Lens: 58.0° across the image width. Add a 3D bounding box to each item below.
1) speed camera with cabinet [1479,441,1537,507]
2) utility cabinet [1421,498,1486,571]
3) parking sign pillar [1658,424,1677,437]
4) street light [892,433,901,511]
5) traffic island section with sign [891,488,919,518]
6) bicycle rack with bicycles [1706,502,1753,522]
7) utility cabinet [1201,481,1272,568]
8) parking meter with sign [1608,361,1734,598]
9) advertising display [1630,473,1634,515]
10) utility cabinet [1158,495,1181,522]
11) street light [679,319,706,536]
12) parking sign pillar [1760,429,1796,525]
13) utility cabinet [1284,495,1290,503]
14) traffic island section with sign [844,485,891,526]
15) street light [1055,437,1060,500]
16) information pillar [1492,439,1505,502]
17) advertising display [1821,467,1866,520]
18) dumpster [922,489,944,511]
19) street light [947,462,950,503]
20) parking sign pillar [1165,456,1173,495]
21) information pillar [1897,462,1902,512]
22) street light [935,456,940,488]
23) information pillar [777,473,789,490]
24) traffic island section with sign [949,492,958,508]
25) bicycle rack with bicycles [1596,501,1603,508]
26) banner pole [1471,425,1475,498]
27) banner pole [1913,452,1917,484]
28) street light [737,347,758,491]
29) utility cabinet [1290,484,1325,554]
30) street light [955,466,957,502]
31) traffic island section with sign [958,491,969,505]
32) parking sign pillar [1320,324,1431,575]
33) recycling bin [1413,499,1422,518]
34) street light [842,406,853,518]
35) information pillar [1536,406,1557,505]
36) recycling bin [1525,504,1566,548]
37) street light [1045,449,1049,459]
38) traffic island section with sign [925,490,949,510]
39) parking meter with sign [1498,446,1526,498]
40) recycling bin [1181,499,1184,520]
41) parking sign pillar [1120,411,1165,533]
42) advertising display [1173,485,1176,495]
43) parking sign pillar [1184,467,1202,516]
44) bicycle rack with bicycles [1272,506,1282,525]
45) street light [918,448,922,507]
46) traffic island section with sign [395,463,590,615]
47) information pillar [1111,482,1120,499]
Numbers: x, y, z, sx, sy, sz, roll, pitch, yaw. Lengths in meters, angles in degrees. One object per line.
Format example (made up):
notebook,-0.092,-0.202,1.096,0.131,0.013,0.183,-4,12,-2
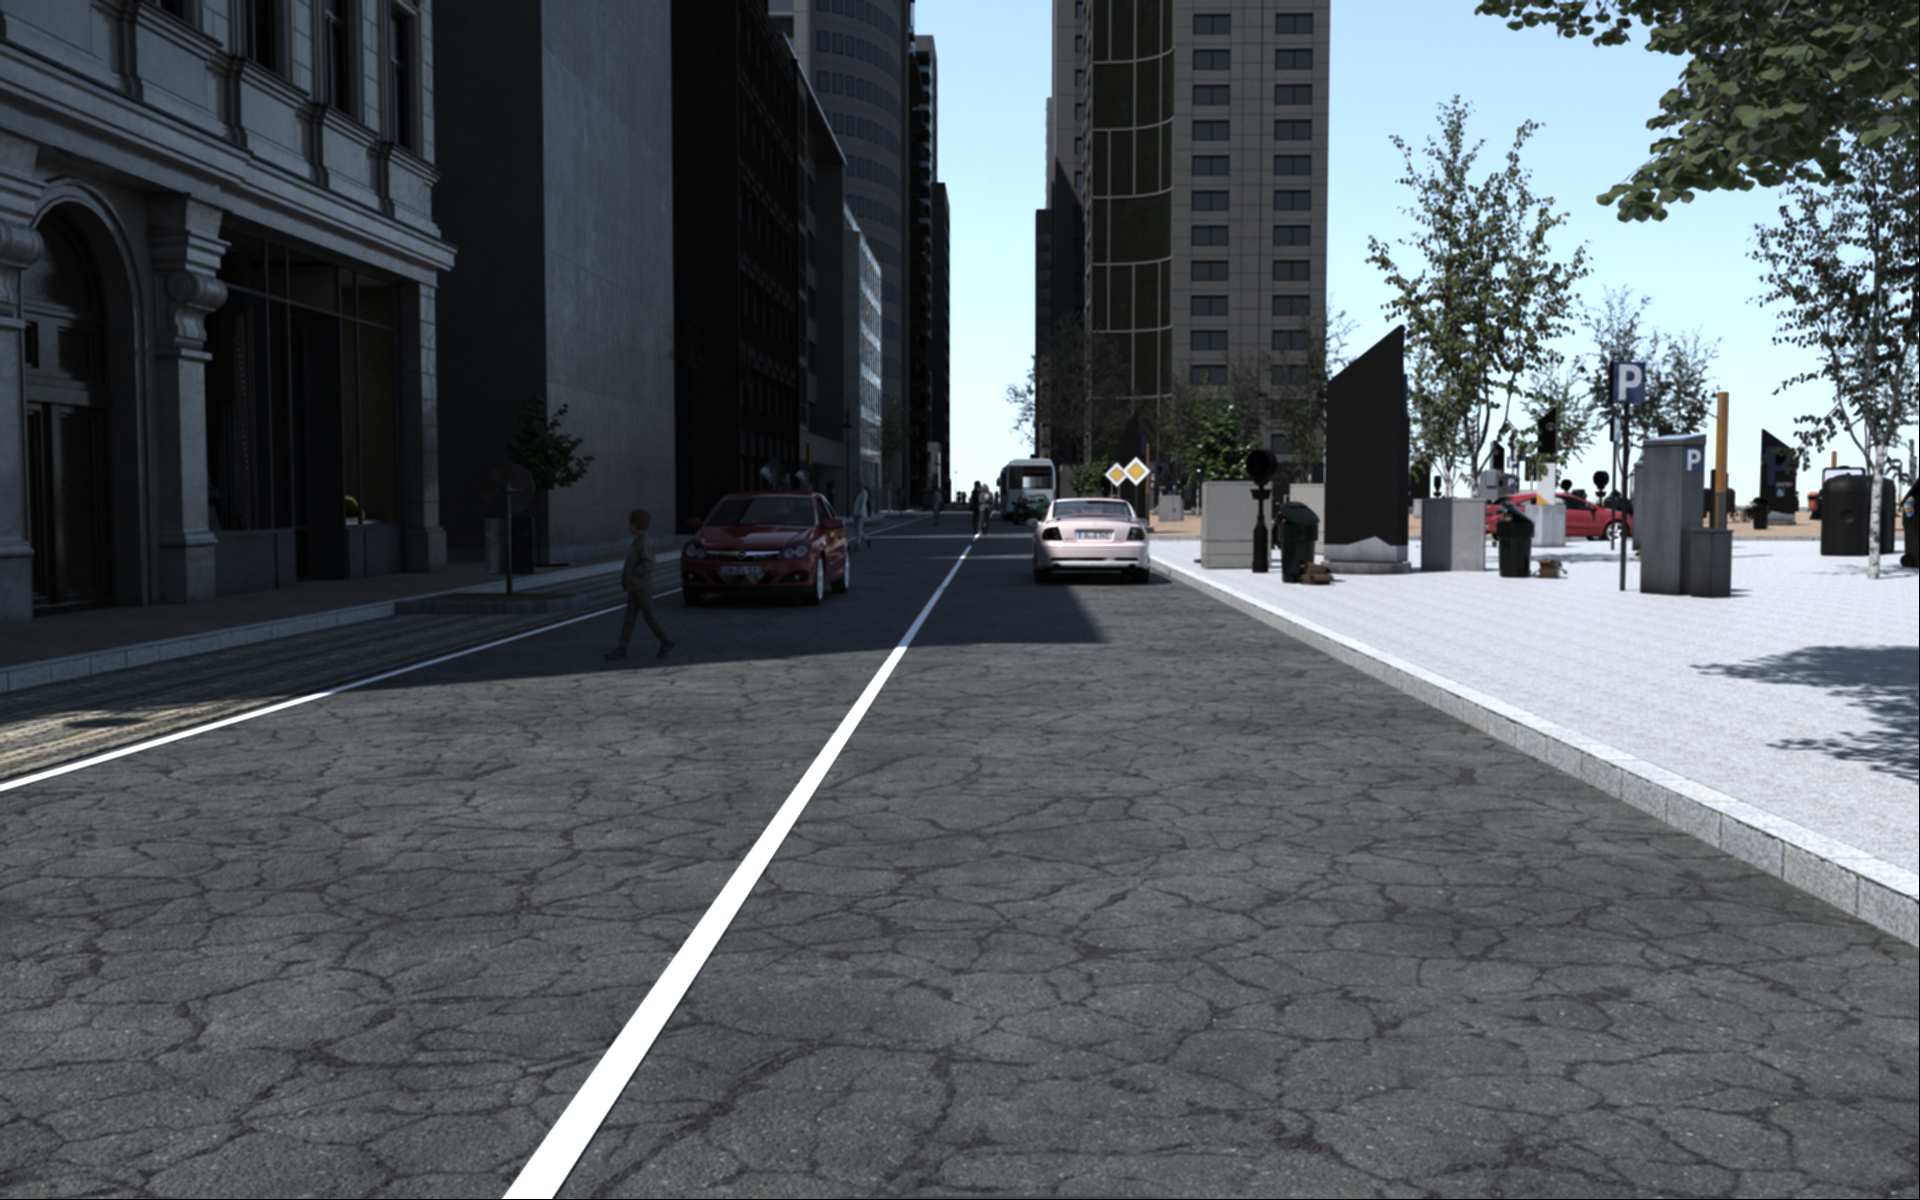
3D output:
speed camera with cabinet,20.666,-4.338,65.269,2.038,3.252,0.660,0,4,6
utility cabinet,8.228,-1.085,28.895,1.020,1.237,0.306,1,4,12
parking sign pillar,27.765,-4.866,68.025,1.447,3.967,1.447,0,4,0
street light,-4.736,-9.700,131.389,0.468,5.910,1.993,0,4,1
traffic island section with sign,-3.501,-5.858,104.404,1.989,1.847,2.006,0,4,1
bicycle rack with bicycles,36.214,-4.076,80.027,2.925,0.926,2.852,-2,4,-30
utility cabinet,4.757,-1.293,29.824,1.173,1.500,0.318,-1,4,-12
parking meter with sign,9.102,-1.582,22.125,0.543,3.016,1.738,-1,4,-22
advertising display,21.063,-2.951,53.462,0.123,1.923,0.974,-1,4,-19
utility cabinet,9.644,-4.185,79.589,1.020,1.237,0.306,0,4,-3
street light,-7.050,-4.467,45.815,0.468,5.910,1.993,0,4,1
parking sign pillar,33.695,-5.067,71.320,1.447,3.967,1.447,0,4,-2
utility cabinet,21.621,-6.225,112.942,1.020,1.237,0.306,-2,4,-26
traffic island section with sign,-4.222,-4.182,76.997,1.989,1.847,2.006,0,4,1
street light,7.374,-9.734,131.930,0.468,5.910,1.993,0,4,1
information pillar,22.958,-5.050,73.920,0.504,3.616,0.183,2,4,34
advertising display,21.387,-2.247,41.948,0.123,1.923,0.974,-3,5,-40
dumpster,-2.289,-8.405,145.641,1.865,1.857,1.264,0,4,3
street light,-1.669,-17.049,251.537,0.468,5.910,1.993,0,4,1
parking sign pillar,12.424,-7.174,105.766,1.447,3.967,1.447,-2,4,-31
information pillar,67.662,-8.153,124.657,0.183,3.616,0.504,3,5,44
street light,-2.670,-14.780,214.445,0.468,5.910,1.993,0,4,1
information pillar,-6.281,-3.492,61.581,0.304,2.012,0.304,3,5,45
traffic island section with sign,-1.506,-10.526,180.735,1.989,1.847,2.006,0,4,1
bicycle rack with bicycles,46.017,-6.883,125.925,2.852,0.926,2.925,2,4,26
banner pole,18.623,-4.459,62.922,0.401,3.779,0.863,1,4,17
banner pole,55.596,-6.786,100.961,0.401,3.779,0.863,1,4,11
street light,-6.706,-5.016,54.798,0.468,5.910,1.993,0,4,1
utility cabinet,7.551,-1.723,36.849,0.318,1.500,1.173,-3,4,-36
street light,-0.731,-19.293,288.231,0.468,5.910,1.993,0,4,1
traffic island section with sign,-0.050,-13.952,236.748,1.989,1.847,2.006,0,4,1
parking sign pillar,6.614,-2.426,28.140,1.447,3.967,1.447,3,5,39
recycling bin,24.796,-4.928,93.135,0.722,1.027,0.722,0,4,1
street light,-5.934,-7.261,91.497,0.468,5.910,1.993,0,4,1
information pillar,15.569,-3.339,45.943,0.504,3.616,0.183,2,4,27
recycling bin,14.157,-1.795,41.902,0.722,1.027,0.722,-1,4,-14
street light,8.439,-11.984,168.730,0.468,5.910,1.993,0,4,1
traffic island section with sign,-2.214,-8.878,153.789,1.989,1.847,2.006,0,4,1
parking meter with sign,20.072,-4.114,63.523,0.543,3.016,1.738,0,4,-8
recycling bin,10.404,-4.388,84.298,0.722,1.027,0.722,-3,4,-36
parking sign pillar,5.709,-4.202,57.179,1.447,3.967,1.447,-1,4,-16
advertising display,15.464,-7.380,125.871,0.123,1.923,0.974,3,4,37
parking sign pillar,14.203,-7.073,104.118,1.447,3.967,1.447,0,4,-1
bicycle rack with bicycles,12.244,-3.591,72.093,2.925,0.926,2.852,0,4,6
street light,-3.856,-11.969,168.479,0.468,5.910,1.993,0,4,1
traffic island section with sign,-5.680,-0.781,21.396,1.989,1.847,2.006,0,4,1
information pillar,5.626,-3.554,62.592,0.304,2.012,0.304,0,4,7
